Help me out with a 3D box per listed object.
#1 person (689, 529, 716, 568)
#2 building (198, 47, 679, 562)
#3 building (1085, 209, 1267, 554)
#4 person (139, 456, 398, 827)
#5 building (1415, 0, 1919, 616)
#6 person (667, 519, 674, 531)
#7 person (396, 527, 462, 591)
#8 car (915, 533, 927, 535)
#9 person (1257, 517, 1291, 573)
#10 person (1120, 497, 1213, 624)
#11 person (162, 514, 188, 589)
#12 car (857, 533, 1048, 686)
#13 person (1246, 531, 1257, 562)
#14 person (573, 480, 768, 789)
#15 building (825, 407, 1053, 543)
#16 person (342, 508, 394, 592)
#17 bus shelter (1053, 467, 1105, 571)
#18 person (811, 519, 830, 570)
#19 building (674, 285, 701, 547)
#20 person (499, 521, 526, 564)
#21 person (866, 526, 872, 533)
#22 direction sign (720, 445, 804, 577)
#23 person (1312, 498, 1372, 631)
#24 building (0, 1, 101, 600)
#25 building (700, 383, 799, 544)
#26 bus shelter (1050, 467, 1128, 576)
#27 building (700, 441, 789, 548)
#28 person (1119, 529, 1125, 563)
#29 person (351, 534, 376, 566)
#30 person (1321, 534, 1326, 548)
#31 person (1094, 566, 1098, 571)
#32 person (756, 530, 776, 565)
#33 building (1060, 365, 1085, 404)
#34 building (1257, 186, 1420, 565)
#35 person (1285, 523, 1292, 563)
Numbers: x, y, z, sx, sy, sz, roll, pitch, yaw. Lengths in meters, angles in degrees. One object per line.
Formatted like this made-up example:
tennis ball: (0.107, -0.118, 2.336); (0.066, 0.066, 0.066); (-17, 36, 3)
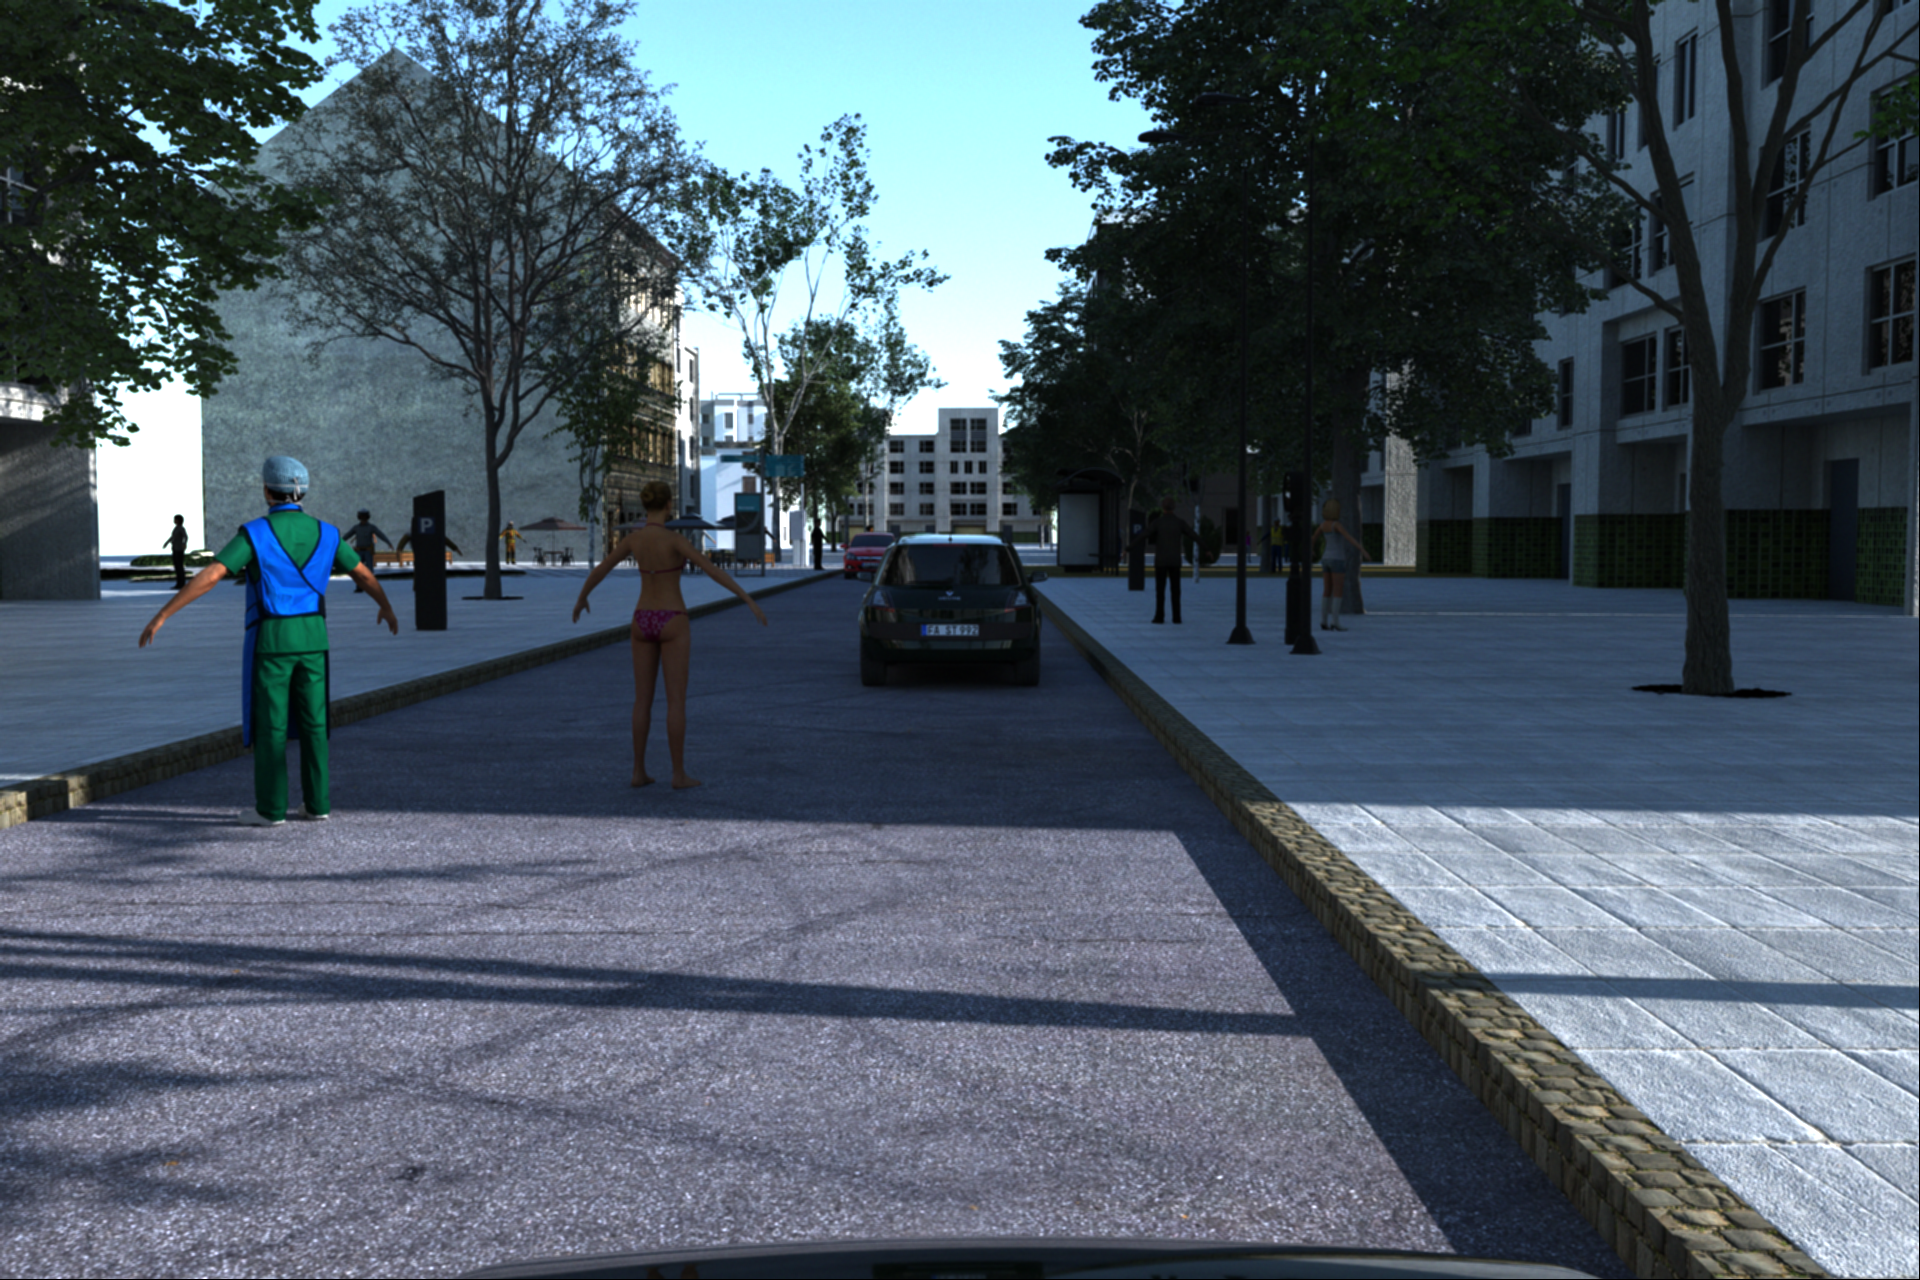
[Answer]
person: (-9.810, -3.629, 65.522); (1.347, 1.806, 0.705); (2, 4, 33)
building: (-25.284, -15.708, 87.756); (19.493, 23.208, 18.063); (0, 4, 1)
building: (22.833, -17.207, 125.303); (27.936, 21.610, 32.646); (0, 4, 1)
person: (-3.357, -0.001, 8.600); (0.704, 1.817, 1.347); (3, 5, 40)
building: (23.477, -10.735, 41.972); (16.747, 18.905, 31.486); (0, 4, 1)
person: (-10.008, -3.278, 59.817); (0.704, 1.802, 1.346); (2, 4, 29)
person: (-8.584, -1.297, 27.984); (0.721, 1.736, 1.217); (3, 4, 38)
car: (-2.249, -6.185, 109.915); (1.959, 1.807, 4.718); (0, 4, 0)
person: (10.362, -3.104, 56.715); (1.349, 1.833, 0.705); (3, 5, 41)
person: (2.984, -1.143, 24.868); (1.348, 1.807, 0.705); (0, 4, -2)
person: (-18.233, -2.048, 40.245); (1.215, 1.744, 0.721); (3, 5, 43)
car: (-0.083, -0.486, 17.735); (2.009, 1.686, 4.222); (0, 4, 0)
person: (13.080, -4.238, 78.555); (0.991, 1.433, 0.599); (3, 4, 38)
person: (-1.673, -0.037, 9.859); (1.217, 1.733, 0.721); (1, 4, 17)
building: (-2.491, -23.220, 248.556); (31.486, 18.905, 16.747); (0, 4, 4)
person: (-13.077, -1.967, 38.007); (1.345, 1.849, 0.704); (0, 4, -1)
bus shelter: (4.383, -4.441, 63.899); (1.731, 3.624, 6.357); (0, 4, 1)
person: (-5.049, -3.429, 61.998); (0.705, 1.837, 1.347); (2, 4, 23)
building: (-28.311, -15.331, 117.118); (16.747, 18.905, 31.486); (0, 3, 0)
person: (-19.013, -4.128, 73.268); (1.354, 1.858, 0.705); (-3, 5, -41)
person: (-3.230, -3.319, 63.442); (0.721, 1.740, 1.216); (-2, 4, -30)
direction sign: (-5.922, -3.912, 52.722); (2.525, 3.948, 1.411); (0, 4, 2)
person: (5.021, -1.005, 23.038); (0.721, 1.753, 1.214); (-2, 4, -28)
building: (-25.328, -9.257, 17.809); (16.747, 18.905, 31.486); (0, 4, 0)
building: (-26.451, -22.074, 217.333); (16.016, 20.090, 11.380); (0, 4, 0)
bus shelter: (4.061, -3.755, 55.324); (2.014, 3.302, 5.546); (0, 4, -1)
building: (-21.312, -13.987, 170.840); (9.099, 9.664, 28.070); (0, 4, 1)
person: (6.988, -4.354, 77.040); (1.347, 1.847, 0.705); (0, 4, 4)
person: (-24.017, -3.899, 69.887); (1.345, 1.843, 0.704); (2, 4, 26)
person: (16.777, -4.457, 79.007); (0.704, 1.812, 1.346); (-2, 4, -27)
person: (4.590, -3.300, 60.228); (1.348, 1.796, 0.705); (1, 4, 14)
person: (-8.307, -4.049, 72.382); (1.347, 1.806, 0.705); (1, 4, 13)
building: (26.126, -22.614, 213.716); (27.936, 21.610, 32.646); (0, 4, 0)
building: (25.931, -13.457, 86.484); (16.747, 18.905, 31.486); (0, 4, 0)
person: (14.791, -4.354, 77.648); (1.216, 1.772, 0.721); (-1, 4, -22)
